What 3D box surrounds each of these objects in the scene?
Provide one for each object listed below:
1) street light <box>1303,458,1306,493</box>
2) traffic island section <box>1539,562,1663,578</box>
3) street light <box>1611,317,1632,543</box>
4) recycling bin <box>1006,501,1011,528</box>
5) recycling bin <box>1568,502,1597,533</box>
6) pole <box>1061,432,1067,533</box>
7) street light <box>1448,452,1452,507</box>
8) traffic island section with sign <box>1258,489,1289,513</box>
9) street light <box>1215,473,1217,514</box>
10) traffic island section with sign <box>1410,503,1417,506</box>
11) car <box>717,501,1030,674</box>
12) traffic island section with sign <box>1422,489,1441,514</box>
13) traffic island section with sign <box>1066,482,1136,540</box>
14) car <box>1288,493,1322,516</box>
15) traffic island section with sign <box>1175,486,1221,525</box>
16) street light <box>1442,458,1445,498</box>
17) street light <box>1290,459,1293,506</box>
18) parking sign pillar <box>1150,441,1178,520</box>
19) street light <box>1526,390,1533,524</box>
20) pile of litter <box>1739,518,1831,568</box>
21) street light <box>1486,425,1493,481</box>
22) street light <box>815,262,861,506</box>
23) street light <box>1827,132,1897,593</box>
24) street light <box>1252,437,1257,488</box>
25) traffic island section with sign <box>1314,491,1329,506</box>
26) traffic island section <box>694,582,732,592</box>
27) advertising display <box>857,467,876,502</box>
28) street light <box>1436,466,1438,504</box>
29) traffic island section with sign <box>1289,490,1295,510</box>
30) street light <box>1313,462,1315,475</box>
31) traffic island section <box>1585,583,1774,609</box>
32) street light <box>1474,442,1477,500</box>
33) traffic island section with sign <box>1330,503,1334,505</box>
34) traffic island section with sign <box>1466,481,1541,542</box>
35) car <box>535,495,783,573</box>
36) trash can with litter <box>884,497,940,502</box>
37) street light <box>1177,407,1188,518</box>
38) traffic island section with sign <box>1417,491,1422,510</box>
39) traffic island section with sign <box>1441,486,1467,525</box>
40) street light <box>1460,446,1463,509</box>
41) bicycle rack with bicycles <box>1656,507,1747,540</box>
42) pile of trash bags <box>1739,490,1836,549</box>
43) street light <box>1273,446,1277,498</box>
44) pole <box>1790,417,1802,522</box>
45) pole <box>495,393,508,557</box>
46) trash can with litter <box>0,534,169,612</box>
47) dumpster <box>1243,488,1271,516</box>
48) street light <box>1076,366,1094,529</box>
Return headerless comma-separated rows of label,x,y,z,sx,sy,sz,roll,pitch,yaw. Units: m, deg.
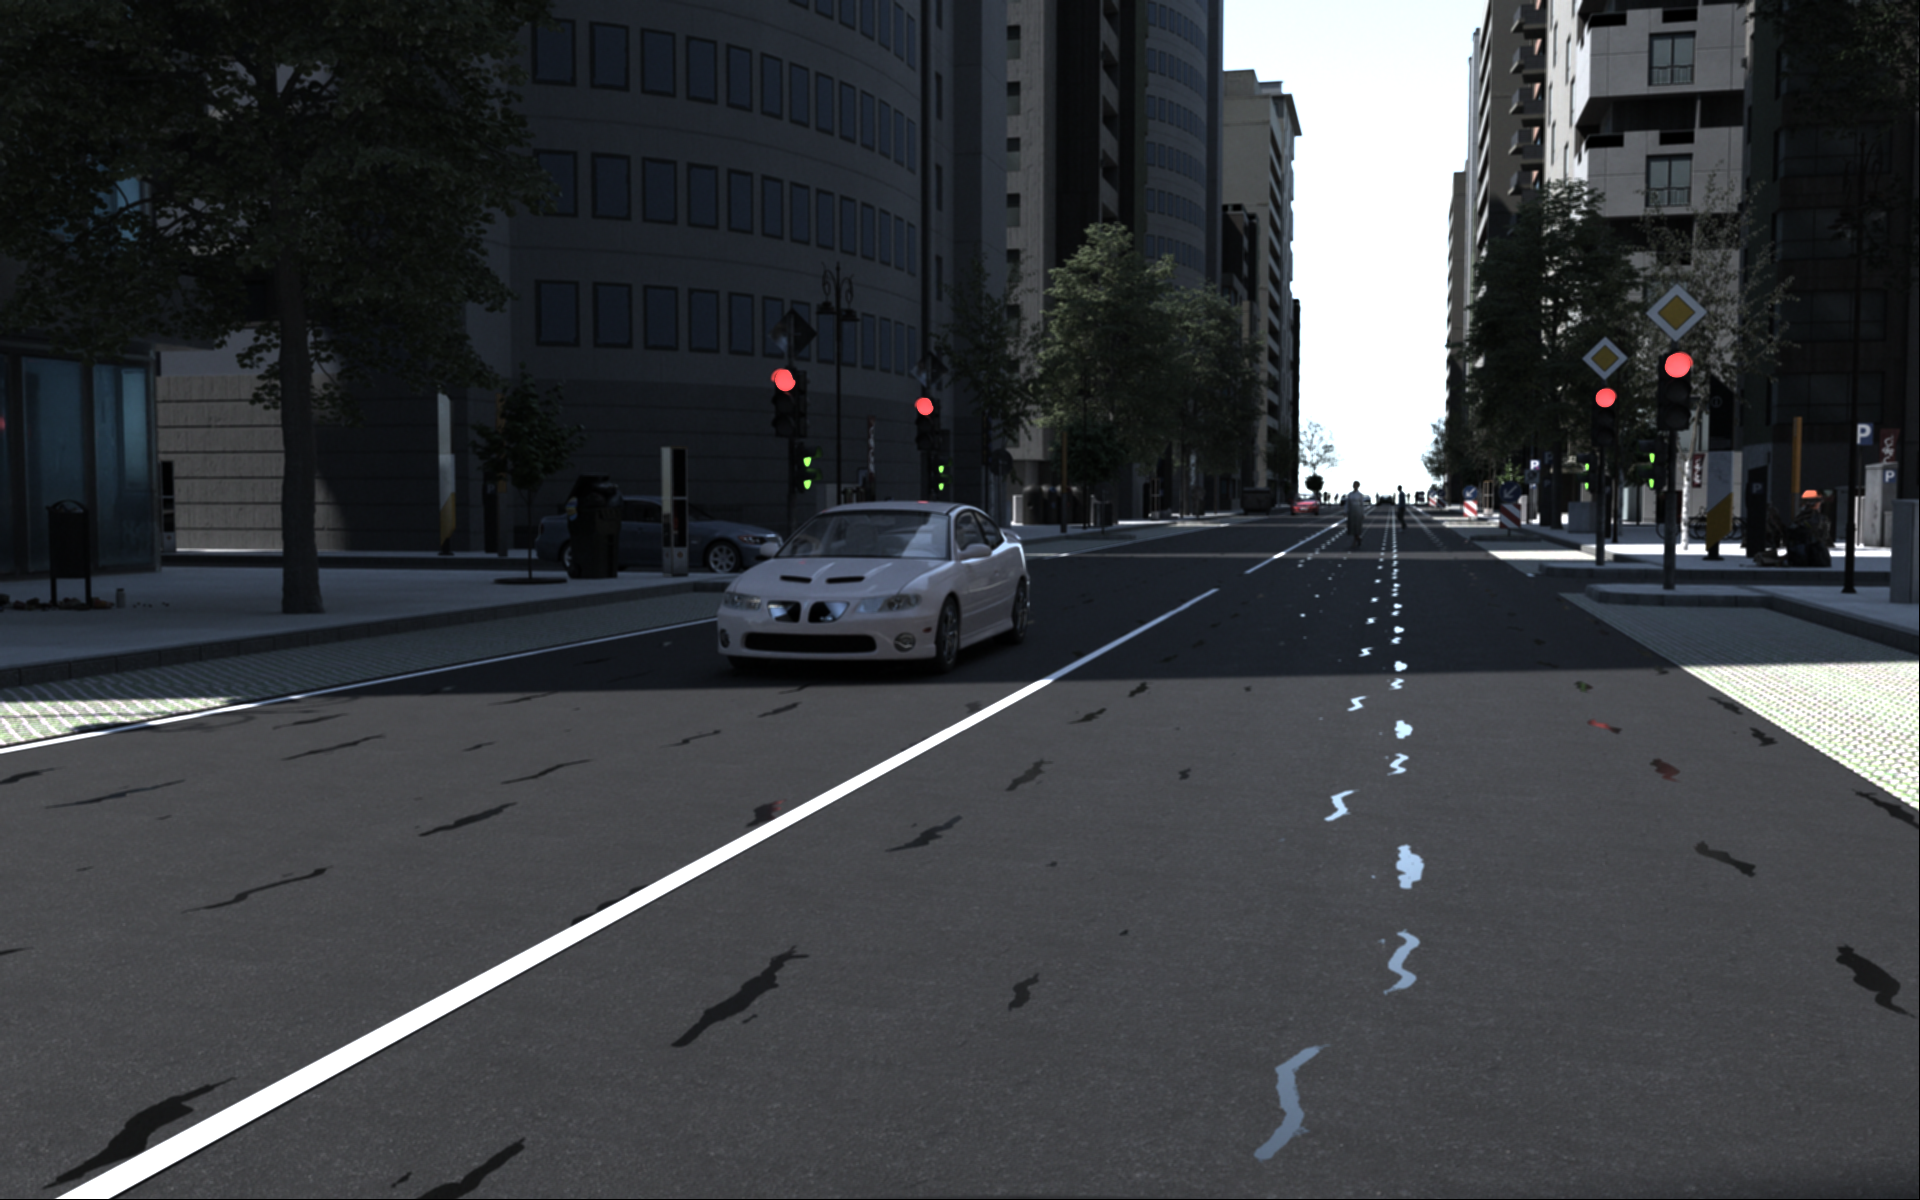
street light,43.373,-15.005,218.115,0.468,5.910,1.993,1,4,14
traffic island section,11.490,-0.536,31.037,2.009,0.180,2.903,1,4,14
street light,17.187,-4.433,45.274,0.468,5.910,1.993,1,4,14
recycling bin,1.447,-3.214,65.099,0.722,1.027,0.722,-2,4,-32
recycling bin,20.478,-2.716,56.962,0.722,1.027,0.722,3,5,42
pole,3.408,-3.854,56.852,0.158,3.312,0.155,0,3,0
street light,50.131,-12.508,177.294,0.468,5.910,1.993,1,4,14
traffic island section with sign,23.534,-7.467,130.714,1.989,1.847,2.006,1,4,14
street light,16.097,-8.326,108.914,0.468,5.910,1.993,1,4,14
traffic island section with sign,55.204,-12.150,207.271,1.989,1.847,2.006,1,4,14
car,-0.613,-0.191,15.481,2.083,1.381,4.827,1,4,14
traffic island section with sign,35.117,-7.235,126.925,1.989,1.847,2.006,1,4,14
traffic island section with sign,4.494,-2.808,54.537,1.989,1.847,2.006,1,4,14
car,22.949,-6.492,115.189,2.155,1.783,4.494,1,4,12
traffic island section with sign,11.260,-4.466,81.640,1.989,1.847,2.006,1,4,14
street light,55.602,-13.846,199.174,0.468,5.910,1.993,1,4,14
street light,36.266,-13.271,189.763,0.468,5.910,1.993,1,4,14
parking sign pillar,10.343,-6.068,87.681,1.447,3.967,1.447,2,4,25
street light,24.240,-6.174,73.738,0.468,5.910,1.993,1,4,14
pile of litter,14.608,-1.018,30.610,1.719,0.858,1.176,0,4,3
street light,31.374,-7.932,102.478,0.468,5.910,1.993,1,4,14
street light,-2.426,-3.782,34.623,0.468,5.910,1.993,1,4,14
street light,11.540,-3.029,22.308,0.468,5.910,1.993,1,4,14
street light,23.154,-10.045,137.019,0.468,5.910,1.993,1,4,14
traffic island section with sign,43.561,-12.373,210.923,1.989,1.847,2.006,1,4,14
traffic island section,-2.565,-0.246,26.310,2.009,0.180,2.903,1,4,14
advertising display,-2.267,-2.246,41.937,0.123,1.923,0.974,-1,4,-23
street light,62.615,-15.558,227.153,0.468,5.910,1.993,1,4,14
traffic island section with sign,30.135,-9.085,157.172,1.989,1.847,2.006,1,4,14
street light,50.447,-16.755,246.734,0.468,5.910,1.993,1,4,14
traffic island section,9.554,-0.062,23.289,2.009,0.180,2.903,1,4,14
street light,35.885,-9.022,120.298,0.468,5.910,1.993,1,4,14
traffic island section with sign,50.182,-13.992,237.392,1.989,1.847,2.006,1,4,14
traffic island section with sign,16.609,-2.702,52.812,1.989,1.847,2.006,1,4,14
car,-5.353,-1.168,31.095,4.499,1.417,2.014,1,4,14
trash can with litter,-0.941,-2.208,47.160,1.678,1.210,2.233,2,4,24
street light,11.692,-7.238,91.124,0.468,5.910,1.993,1,4,14
traffic island section with sign,41.842,-8.881,153.834,1.989,1.847,2.006,1,4,14
traffic island section with sign,23.273,-4.334,79.488,1.989,1.847,2.006,1,4,14
street light,43.132,-10.770,148.871,0.468,5.910,1.993,1,4,14
bicycle rack with bicycles,21.428,-2.179,49.012,2.925,0.926,2.852,2,4,30
pile of trash bags,20.186,-1.963,41.850,1.912,1.369,3.447,3,5,39
street light,30.106,-11.783,165.436,0.468,5.910,1.993,1,4,14
pole,22.083,-3.175,45.759,0.158,3.312,0.155,0,3,0
pole,-9.317,-2.528,35.183,0.158,3.312,0.155,0,3,0
trash can with litter,-10.286,-0.522,19.591,2.233,1.210,1.678,1,4,19
dumpster,19.669,-6.517,114.760,1.865,1.857,1.264,1,4,14
street light,4.518,-5.494,62.620,0.468,5.910,1.993,1,4,14
